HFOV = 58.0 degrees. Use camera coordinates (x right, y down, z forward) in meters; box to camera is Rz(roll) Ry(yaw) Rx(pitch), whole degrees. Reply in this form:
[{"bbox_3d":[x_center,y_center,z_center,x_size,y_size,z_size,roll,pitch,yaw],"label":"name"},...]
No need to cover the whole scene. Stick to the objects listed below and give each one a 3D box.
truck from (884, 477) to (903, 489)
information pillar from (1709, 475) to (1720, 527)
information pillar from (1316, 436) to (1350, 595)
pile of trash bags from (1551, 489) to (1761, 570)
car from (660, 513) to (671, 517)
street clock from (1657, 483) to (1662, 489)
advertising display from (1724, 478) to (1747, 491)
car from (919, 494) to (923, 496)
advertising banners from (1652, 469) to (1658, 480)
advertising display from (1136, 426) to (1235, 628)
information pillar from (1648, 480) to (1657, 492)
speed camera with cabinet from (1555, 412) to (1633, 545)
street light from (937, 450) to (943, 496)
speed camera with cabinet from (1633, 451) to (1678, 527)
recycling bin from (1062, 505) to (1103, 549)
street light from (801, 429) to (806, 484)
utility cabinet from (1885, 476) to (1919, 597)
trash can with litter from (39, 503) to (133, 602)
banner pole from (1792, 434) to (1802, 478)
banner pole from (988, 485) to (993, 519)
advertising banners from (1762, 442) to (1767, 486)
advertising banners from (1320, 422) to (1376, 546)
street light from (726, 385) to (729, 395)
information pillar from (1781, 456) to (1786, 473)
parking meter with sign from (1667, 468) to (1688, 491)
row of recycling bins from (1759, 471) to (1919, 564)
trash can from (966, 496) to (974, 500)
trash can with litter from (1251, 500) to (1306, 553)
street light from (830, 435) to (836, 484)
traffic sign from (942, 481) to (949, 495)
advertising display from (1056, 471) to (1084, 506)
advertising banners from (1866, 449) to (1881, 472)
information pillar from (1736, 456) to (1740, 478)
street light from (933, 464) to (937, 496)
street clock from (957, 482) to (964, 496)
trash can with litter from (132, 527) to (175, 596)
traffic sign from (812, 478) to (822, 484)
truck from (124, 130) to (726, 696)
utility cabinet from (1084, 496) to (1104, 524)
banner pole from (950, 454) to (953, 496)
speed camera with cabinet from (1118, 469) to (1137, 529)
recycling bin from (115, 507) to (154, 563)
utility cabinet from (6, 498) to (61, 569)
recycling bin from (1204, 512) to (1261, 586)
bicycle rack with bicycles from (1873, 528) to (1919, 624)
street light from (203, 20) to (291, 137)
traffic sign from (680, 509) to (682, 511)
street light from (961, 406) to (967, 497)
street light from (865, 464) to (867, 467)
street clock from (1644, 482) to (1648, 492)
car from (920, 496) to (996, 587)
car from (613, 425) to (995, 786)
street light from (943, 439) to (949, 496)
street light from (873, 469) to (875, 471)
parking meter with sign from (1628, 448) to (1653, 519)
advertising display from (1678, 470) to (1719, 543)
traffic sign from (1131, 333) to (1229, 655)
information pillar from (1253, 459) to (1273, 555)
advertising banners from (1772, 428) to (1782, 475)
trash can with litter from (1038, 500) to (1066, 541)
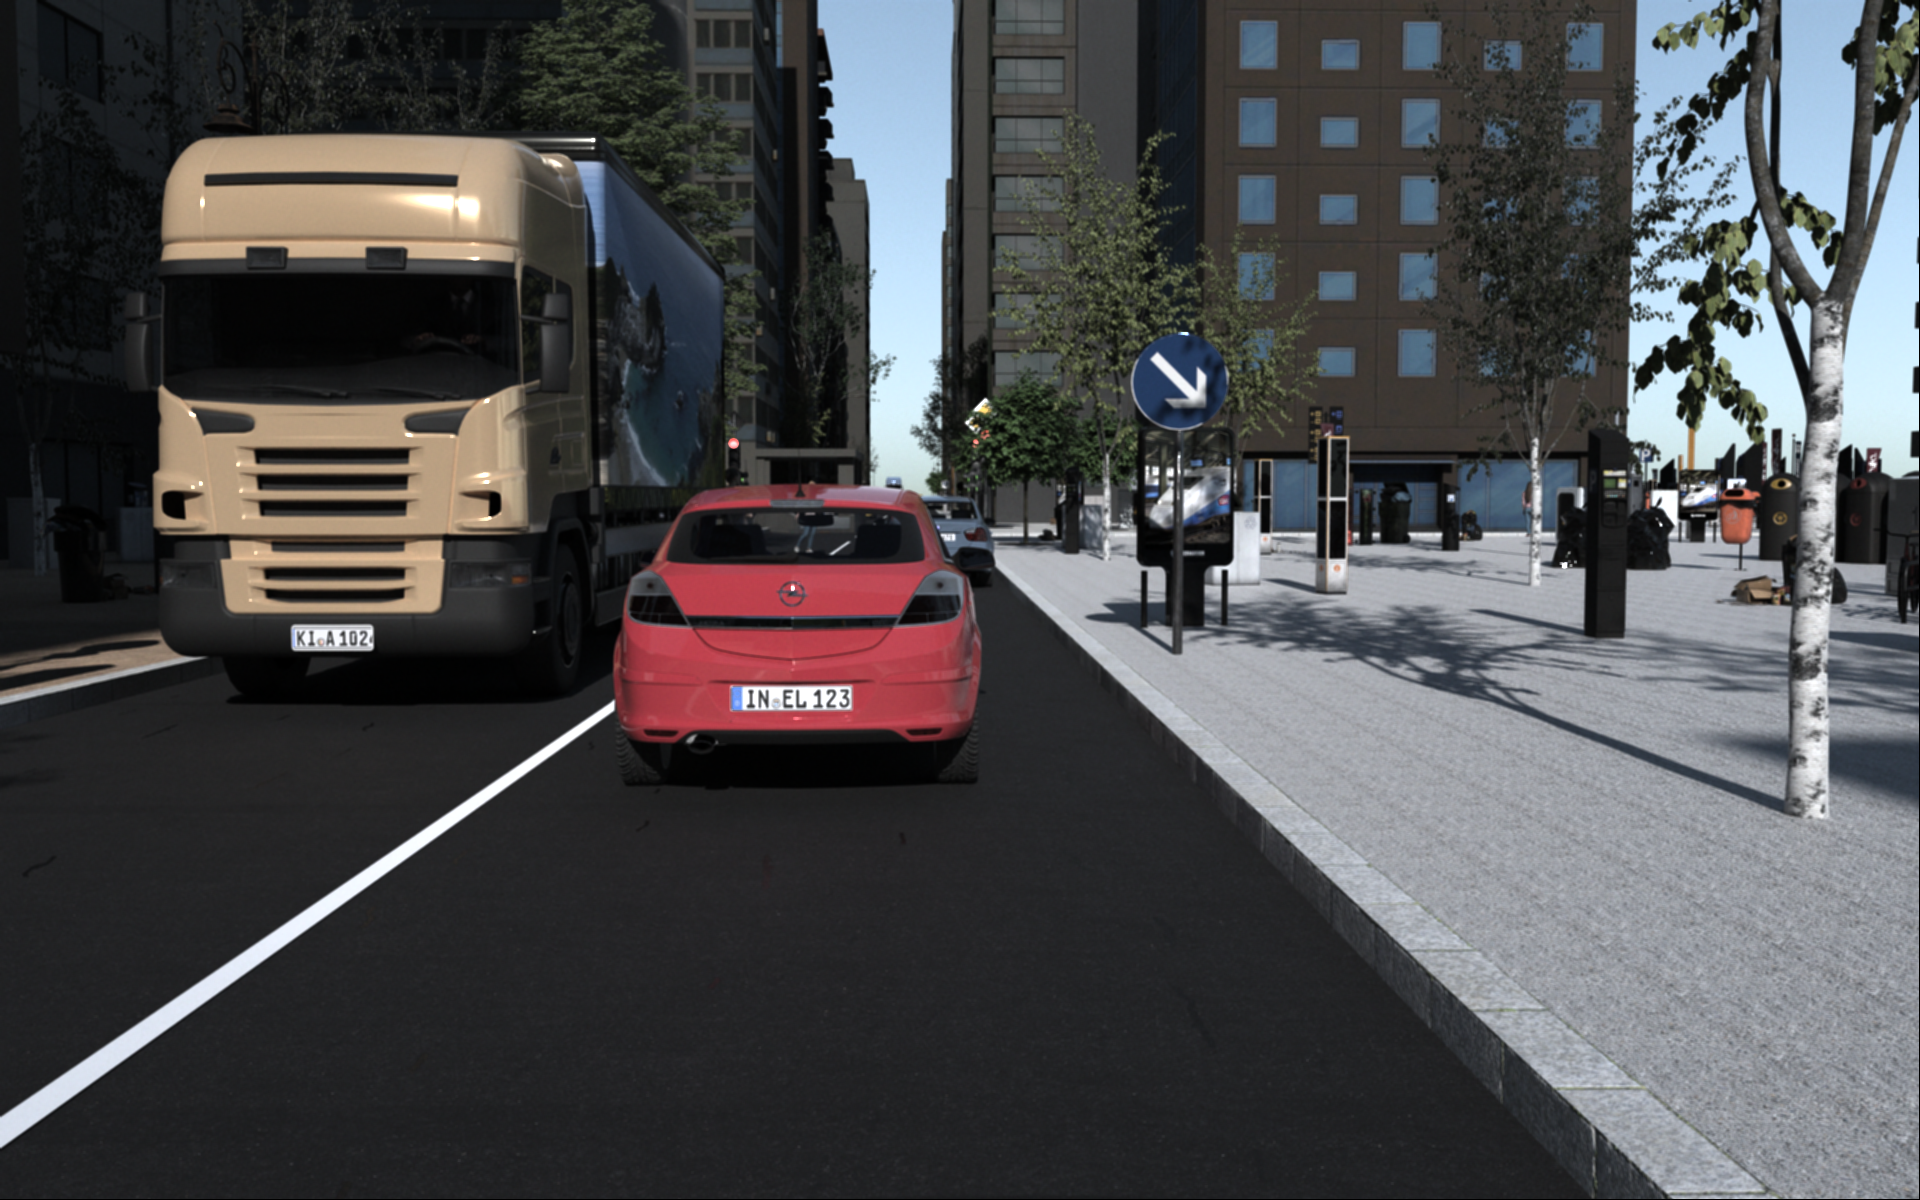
[{"bbox_3d":[-10.678,-17.804,280.851,2.967,4.110,18.799,0,4,-2],"label":"truck"},{"bbox_3d":[29.190,-3.825,67.034,0.304,2.012,0.304,1,4,11],"label":"information pillar"},{"bbox_3d":[4.766,-1.081,22.173,0.304,2.012,0.304,-1,4,-17],"label":"information pillar"},{"bbox_3d":[11.950,-1.233,29.912,3.447,1.369,1.912,3,5,42],"label":"pile of trash bags"},{"bbox_3d":[-11.212,-2.564,54.282,4.827,1.381,2.083,0,4,-1],"label":"car"},{"bbox_3d":[44.631,-6.496,110.772,0.358,2.002,0.471,-3,5,-44],"label":"street clock"},{"bbox_3d":[30.727,-3.879,68.635,0.974,1.923,0.123,-1,4,-16],"label":"advertising display"},{"bbox_3d":[-2.893,-5.939,107.324,2.015,1.641,3.980,0,4,-3],"label":"car"},{"bbox_3d":[49.023,-7.621,120.792,2.074,3.025,0.090,-1,4,-21],"label":"advertising banners"},{"bbox_3d":[2.177,-0.704,16.718,0.974,1.923,0.123,-1,4,-17],"label":"advertising display"},{"bbox_3d":[35.628,-5.177,89.138,0.304,2.012,0.304,-2,4,-26],"label":"information pillar"},{"bbox_3d":[15.199,-2.899,41.730,0.660,3.252,2.038,-1,4,-15],"label":"speed camera with cabinet"},{"bbox_3d":[-1.719,-11.911,167.535,0.468,5.910,1.993,0,4,-1],"label":"street light"},{"bbox_3d":[27.328,-4.542,68.596,2.038,3.252,0.660,1,4,15],"label":"speed camera with cabinet"},{"bbox_3d":[2.887,-1.730,40.843,0.722,1.027,0.722,3,5,40],"label":"recycling bin"},{"bbox_3d":[-9.082,-7.807,100.429,0.468,5.910,1.993,0,4,-1],"label":"street light"},{"bbox_3d":[11.799,-0.769,21.256,0.318,1.500,1.173,0,4,3],"label":"utility cabinet"},{"bbox_3d":[-10.450,-0.574,20.769,0.624,1.170,1.055,0,4,4],"label":"trash can with litter"},{"bbox_3d":[34.827,-5.026,72.195,0.863,3.779,0.401,-3,4,-37],"label":"banner pole"},{"bbox_3d":[1.267,-4.966,71.207,0.401,3.779,0.863,-1,4,-16],"label":"banner pole"},{"bbox_3d":[27.546,-3.836,58.904,0.090,3.025,2.074,3,5,40],"label":"advertising banners"},{"bbox_3d":[9.600,-2.858,42.917,2.074,3.025,0.090,-3,4,-37],"label":"advertising banners"},{"bbox_3d":[-8.010,-5.251,58.642,0.468,5.910,1.993,0,4,-1],"label":"street light"},{"bbox_3d":[51.281,-7.143,108.135,0.183,3.616,0.504,-3,4,-39],"label":"information pillar"},{"bbox_3d":[48.562,-7.445,117.979,1.738,3.016,0.543,2,4,31],"label":"parking meter with sign"},{"bbox_3d":[16.602,-1.545,32.372,1.069,1.692,3.534,-2,4,-29],"label":"row of recycling bins"},{"bbox_3d":[0.762,-6.472,117.468,0.748,1.137,0.748,0,3,0],"label":"trash can"},{"bbox_3d":[6.623,-1.682,38.565,1.678,1.210,2.233,-1,4,-10],"label":"trash can with litter"},{"bbox_3d":[-9.950,-9.991,136.136,0.468,5.910,1.993,0,4,-1],"label":"street light"},{"bbox_3d":[-1.086,-7.764,129.070,0.606,2.300,0.079,0,4,8],"label":"traffic sign"},{"bbox_3d":[3.098,-2.665,48.793,0.123,1.923,0.974,-3,5,-43],"label":"advertising display"},{"bbox_3d":[34.009,-4.274,66.069,2.074,3.025,0.090,0,4,8],"label":"advertising banners"},{"bbox_3d":[47.468,-6.993,105.697,0.183,3.616,0.504,0,4,2],"label":"information pillar"},{"bbox_3d":[-2.677,-14.468,209.336,0.468,5.910,1.993,0,4,-1],"label":"street light"},{"bbox_3d":[0.040,-6.237,106.552,0.471,2.002,0.358,0,4,6],"label":"street clock"},{"bbox_3d":[-9.947,-0.716,22.766,1.678,1.210,2.233,2,4,26],"label":"trash can with litter"},{"bbox_3d":[-8.827,-6.409,106.916,0.606,2.300,0.079,0,4,3],"label":"traffic sign"},{"bbox_3d":[-4.008,-1.638,15.701,2.839,4.237,11.283,0,4,-1],"label":"truck"},{"bbox_3d":[5.668,-3.826,73.721,1.020,1.237,0.306,0,4,4],"label":"utility cabinet"},{"bbox_3d":[-0.520,-7.237,108.347,0.401,3.779,0.863,0,4,6],"label":"banner pole"},{"bbox_3d":[6.511,-4.330,65.129,0.660,3.252,2.038,1,4,23],"label":"speed camera with cabinet"},{"bbox_3d":[-15.486,-1.229,32.655,0.722,1.027,0.722,-2,4,-32],"label":"recycling bin"},{"bbox_3d":[-16.048,-1.155,30.049,1.020,1.237,0.306,2,4,25],"label":"utility cabinet"},{"bbox_3d":[3.814,-0.740,24.652,0.722,1.027,0.722,-1,4,-14],"label":"recycling bin"},{"bbox_3d":[10.382,-0.233,17.192,2.852,0.926,2.925,3,5,41],"label":"bicycle rack with bicycles"},{"bbox_3d":[-7.083,-2.738,17.560,0.468,5.910,1.993,0,4,-1],"label":"street light"},{"bbox_3d":[-7.392,-2.805,45.961,0.768,2.556,0.104,0,4,2],"label":"traffic sign"},{"bbox_3d":[0.245,-7.225,90.909,0.468,5.910,1.993,0,4,-1],"label":"street light"},{"bbox_3d":[-11.853,-15.030,218.534,0.468,5.910,1.993,0,4,-1],"label":"street light"},{"bbox_3d":[39.687,-5.851,100.226,0.358,2.002,0.471,1,4,9],"label":"street clock"},{"bbox_3d":[-0.399,-0.980,28.028,2.014,1.417,4.499,0,4,-2],"label":"car"},{"bbox_3d":[-0.844,-0.060,10.022,2.155,1.783,4.494,0,4,-2],"label":"car"},{"bbox_3d":[-0.896,-9.822,133.377,0.468,5.910,1.993,0,4,-1],"label":"street light"},{"bbox_3d":[-12.936,-17.583,260.267,0.468,5.910,1.993,0,4,-1],"label":"street light"},{"bbox_3d":[25.046,-4.177,64.563,1.738,3.016,0.543,-2,4,-33],"label":"parking meter with sign"},{"bbox_3d":[19.580,-2.491,45.940,0.974,1.923,0.123,1,4,18],"label":"advertising display"},{"bbox_3d":[1.742,-0.837,13.799,0.768,2.556,0.104,0,4,5],"label":"traffic sign"},{"bbox_3d":[6.400,-1.964,36.608,0.304,2.012,0.304,-1,4,-13],"label":"information pillar"},{"bbox_3d":[21.866,-3.024,45.627,0.090,3.025,2.074,0,4,-1],"label":"advertising banners"},{"bbox_3d":[2.716,-2.231,47.860,1.055,1.170,0.624,-2,4,-25],"label":"trash can with litter"}]
